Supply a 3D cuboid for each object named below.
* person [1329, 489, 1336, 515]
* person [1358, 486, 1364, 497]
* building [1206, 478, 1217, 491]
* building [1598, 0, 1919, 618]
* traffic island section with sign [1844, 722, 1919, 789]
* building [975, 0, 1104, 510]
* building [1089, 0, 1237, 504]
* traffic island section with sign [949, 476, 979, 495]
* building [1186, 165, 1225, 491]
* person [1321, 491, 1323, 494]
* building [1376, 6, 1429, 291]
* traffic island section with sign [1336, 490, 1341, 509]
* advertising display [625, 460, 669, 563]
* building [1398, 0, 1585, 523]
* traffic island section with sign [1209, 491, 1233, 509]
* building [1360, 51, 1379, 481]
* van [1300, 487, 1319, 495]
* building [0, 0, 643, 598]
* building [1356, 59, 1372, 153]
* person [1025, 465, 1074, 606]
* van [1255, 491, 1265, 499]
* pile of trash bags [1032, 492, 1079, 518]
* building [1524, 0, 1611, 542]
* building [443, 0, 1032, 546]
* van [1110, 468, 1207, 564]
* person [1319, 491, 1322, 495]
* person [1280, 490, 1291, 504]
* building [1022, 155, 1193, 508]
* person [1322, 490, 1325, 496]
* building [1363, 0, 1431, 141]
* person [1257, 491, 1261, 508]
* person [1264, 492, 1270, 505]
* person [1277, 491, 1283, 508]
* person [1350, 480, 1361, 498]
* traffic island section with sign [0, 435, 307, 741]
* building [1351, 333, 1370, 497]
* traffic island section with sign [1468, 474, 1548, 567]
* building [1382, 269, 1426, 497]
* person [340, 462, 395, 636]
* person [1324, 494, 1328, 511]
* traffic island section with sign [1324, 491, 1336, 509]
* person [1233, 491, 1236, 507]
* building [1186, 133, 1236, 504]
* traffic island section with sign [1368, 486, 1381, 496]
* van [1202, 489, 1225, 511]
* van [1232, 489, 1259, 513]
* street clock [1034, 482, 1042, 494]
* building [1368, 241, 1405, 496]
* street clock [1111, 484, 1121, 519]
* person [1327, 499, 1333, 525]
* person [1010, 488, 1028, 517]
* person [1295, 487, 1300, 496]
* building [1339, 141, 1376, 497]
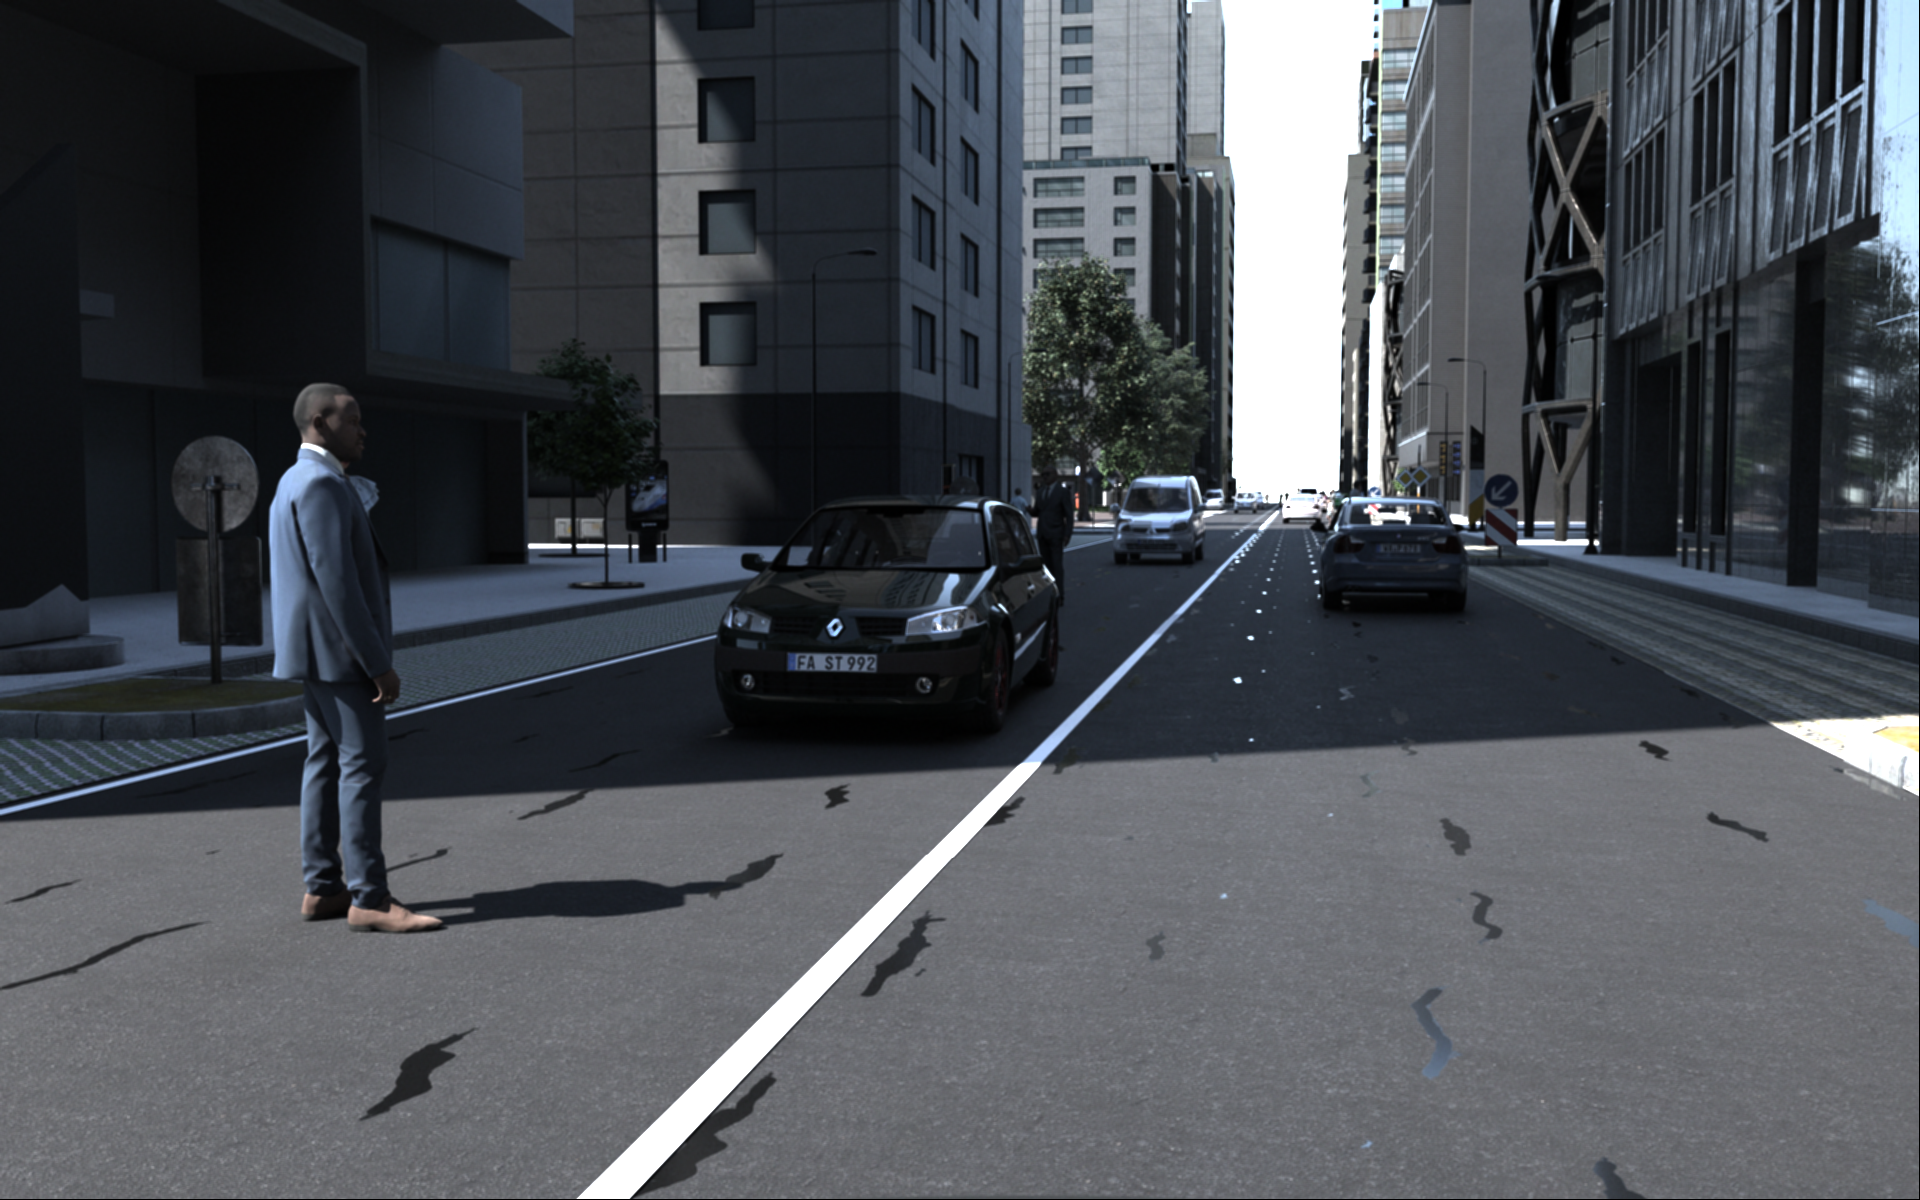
[{"bbox_3d":[25.472,-6.720,118.545,0.466,1.800,0.511,-1,4,-18],"label":"person"},{"bbox_3d":[15.723,-3.635,68.197,0.793,1.790,0.793,0,4,7],"label":"person"},{"bbox_3d":[12.311,-30.643,192.900,32.217,40.220,23.993,1,4,11],"label":"building"},{"bbox_3d":[17.592,-12.672,25.211,12.078,24.808,19.932,1,4,11],"label":"building"},{"bbox_3d":[5.647,-0.001,8.652,1.989,1.847,2.006,1,4,11],"label":"traffic island section with sign"},{"bbox_3d":[13.674,-44.646,168.208,20.563,71.187,20.611,1,4,11],"label":"building"},{"bbox_3d":[31.026,-50.133,257.928,20.563,71.187,20.611,1,4,11],"label":"building"},{"bbox_3d":[0.046,-1.762,37.433,1.989,1.847,2.006,1,4,11],"label":"traffic island section with sign"},{"bbox_3d":[24.622,-32.214,210.285,14.154,41.232,14.086,1,4,11],"label":"building"},{"bbox_3d":[43.044,-12.068,206.345,0.617,1.759,0.750,3,4,37],"label":"person"},{"bbox_3d":[42.867,-28.449,148.741,14.154,41.232,14.086,1,4,11],"label":"building"},{"bbox_3d":[26.479,-6.592,116.401,1.989,1.847,2.006,1,4,11],"label":"traffic island section with sign"},{"bbox_3d":[-5.856,-1.665,32.434,0.123,1.923,0.974,3,4,38],"label":"advertising display"},{"bbox_3d":[30.570,-18.046,88.563,14.314,27.812,24.014,1,4,11],"label":"building"},{"bbox_3d":[24.925,-9.635,166.165,1.989,1.847,2.006,1,4,11],"label":"traffic island section with sign"},{"bbox_3d":[50.778,-31.457,168.941,22.147,44.769,28.867,1,4,11],"label":"building"},{"bbox_3d":[35.611,-10.558,177.007,2.240,2.365,5.245,1,4,10],"label":"van"},{"bbox_3d":[-21.418,-26.280,18.912,28.713,52.752,27.495,1,4,11],"label":"building"},{"bbox_3d":[73.054,-51.684,283.278,20.563,71.187,20.611,1,4,11],"label":"building"},{"bbox_3d":[1.129,-0.830,22.240,0.661,1.801,0.590,3,4,39],"label":"person"},{"bbox_3d":[35.811,-12.358,209.062,2.013,2.044,4.112,1,4,12],"label":"van"},{"bbox_3d":[5.492,-5.141,93.800,1.912,1.369,3.447,-3,5,-45],"label":"pile of trash bags"},{"bbox_3d":[24.534,-11.068,48.421,16.820,18.784,16.811,1,4,11],"label":"building"},{"bbox_3d":[-9.492,-37.521,51.715,20.611,71.187,20.563,1,4,11],"label":"building"},{"bbox_3d":[4.275,-1.826,36.859,2.013,2.044,4.112,1,4,12],"label":"van"},{"bbox_3d":[40.715,-11.430,196.054,0.621,1.740,0.551,2,4,35],"label":"person"},{"bbox_3d":[32.972,-10.167,174.758,1.348,1.821,0.705,1,4,22],"label":"person"},{"bbox_3d":[12.872,-23.244,151.742,14.160,30.474,14.107,1,4,11],"label":"building"},{"bbox_3d":[33.835,-9.352,161.391,0.705,1.826,1.348,0,4,-5],"label":"person"},{"bbox_3d":[68.944,-57.780,257.369,22.319,86.520,31.000,1,4,11],"label":"building"},{"bbox_3d":[30.796,-10.377,178.879,0.721,1.743,1.217,-1,4,-19],"label":"person"},{"bbox_3d":[40.467,-13.406,228.237,0.990,1.755,0.434,3,5,43],"label":"person"},{"bbox_3d":[32.921,-10.343,178.411,0.742,1.727,0.445,2,4,25],"label":"person"},{"bbox_3d":[11.719,-2.657,51.783,0.795,1.843,0.661,1,4,14],"label":"person"},{"bbox_3d":[-5.071,-0.143,10.966,1.989,1.847,2.006,1,4,11],"label":"traffic island section with sign"},{"bbox_3d":[59.343,-21.549,197.362,27.650,21.520,28.899,1,4,11],"label":"building"},{"bbox_3d":[10.765,-1.620,35.119,1.989,1.847,2.006,1,4,11],"label":"traffic island section with sign"},{"bbox_3d":[36.502,-15.088,114.133,16.820,18.784,16.811,1,4,11],"label":"building"},{"bbox_3d":[-3.408,-0.048,9.385,0.616,1.811,0.778,-3,4,-38],"label":"person"},{"bbox_3d":[31.857,-8.488,150.499,0.599,1.433,0.991,3,4,36],"label":"person"},{"bbox_3d":[41.128,-11.225,192.159,1.989,1.847,2.006,1,4,11],"label":"traffic island section with sign"},{"bbox_3d":[30.388,-11.193,191.520,0.705,1.822,1.348,1,4,16],"label":"person"},{"bbox_3d":[26.477,-37.539,237.463,21.300,48.544,21.600,1,4,11],"label":"building"},{"bbox_3d":[21.376,-4.973,89.931,1.989,1.847,2.006,1,4,11],"label":"traffic island section with sign"},{"bbox_3d":[21.791,-8.670,148.765,2.013,2.044,4.112,1,4,10],"label":"van"},{"bbox_3d":[21.770,-7.645,132.003,2.013,2.044,4.112,1,4,11],"label":"van"},{"bbox_3d":[4.872,-6.342,108.255,0.471,2.002,0.358,3,4,39],"label":"street clock"},{"bbox_3d":[36.711,-16.906,131.160,10.420,20.320,16.860,1,4,11],"label":"building"},{"bbox_3d":[7.921,-5.098,87.915,0.358,2.002,0.471,-2,4,-35],"label":"street clock"},{"bbox_3d":[17.029,-4.030,79.402,0.382,1.210,0.505,-1,4,-12],"label":"person"},{"bbox_3d":[1.612,-2.321,48.255,0.589,1.601,0.330,1,4,10],"label":"person"},{"bbox_3d":[18.916,-5.387,96.679,0.767,1.812,0.694,0,4,-2],"label":"person"},{"bbox_3d":[62.280,-37.226,232.341,21.300,48.544,21.600,1,4,11],"label":"building"}]
